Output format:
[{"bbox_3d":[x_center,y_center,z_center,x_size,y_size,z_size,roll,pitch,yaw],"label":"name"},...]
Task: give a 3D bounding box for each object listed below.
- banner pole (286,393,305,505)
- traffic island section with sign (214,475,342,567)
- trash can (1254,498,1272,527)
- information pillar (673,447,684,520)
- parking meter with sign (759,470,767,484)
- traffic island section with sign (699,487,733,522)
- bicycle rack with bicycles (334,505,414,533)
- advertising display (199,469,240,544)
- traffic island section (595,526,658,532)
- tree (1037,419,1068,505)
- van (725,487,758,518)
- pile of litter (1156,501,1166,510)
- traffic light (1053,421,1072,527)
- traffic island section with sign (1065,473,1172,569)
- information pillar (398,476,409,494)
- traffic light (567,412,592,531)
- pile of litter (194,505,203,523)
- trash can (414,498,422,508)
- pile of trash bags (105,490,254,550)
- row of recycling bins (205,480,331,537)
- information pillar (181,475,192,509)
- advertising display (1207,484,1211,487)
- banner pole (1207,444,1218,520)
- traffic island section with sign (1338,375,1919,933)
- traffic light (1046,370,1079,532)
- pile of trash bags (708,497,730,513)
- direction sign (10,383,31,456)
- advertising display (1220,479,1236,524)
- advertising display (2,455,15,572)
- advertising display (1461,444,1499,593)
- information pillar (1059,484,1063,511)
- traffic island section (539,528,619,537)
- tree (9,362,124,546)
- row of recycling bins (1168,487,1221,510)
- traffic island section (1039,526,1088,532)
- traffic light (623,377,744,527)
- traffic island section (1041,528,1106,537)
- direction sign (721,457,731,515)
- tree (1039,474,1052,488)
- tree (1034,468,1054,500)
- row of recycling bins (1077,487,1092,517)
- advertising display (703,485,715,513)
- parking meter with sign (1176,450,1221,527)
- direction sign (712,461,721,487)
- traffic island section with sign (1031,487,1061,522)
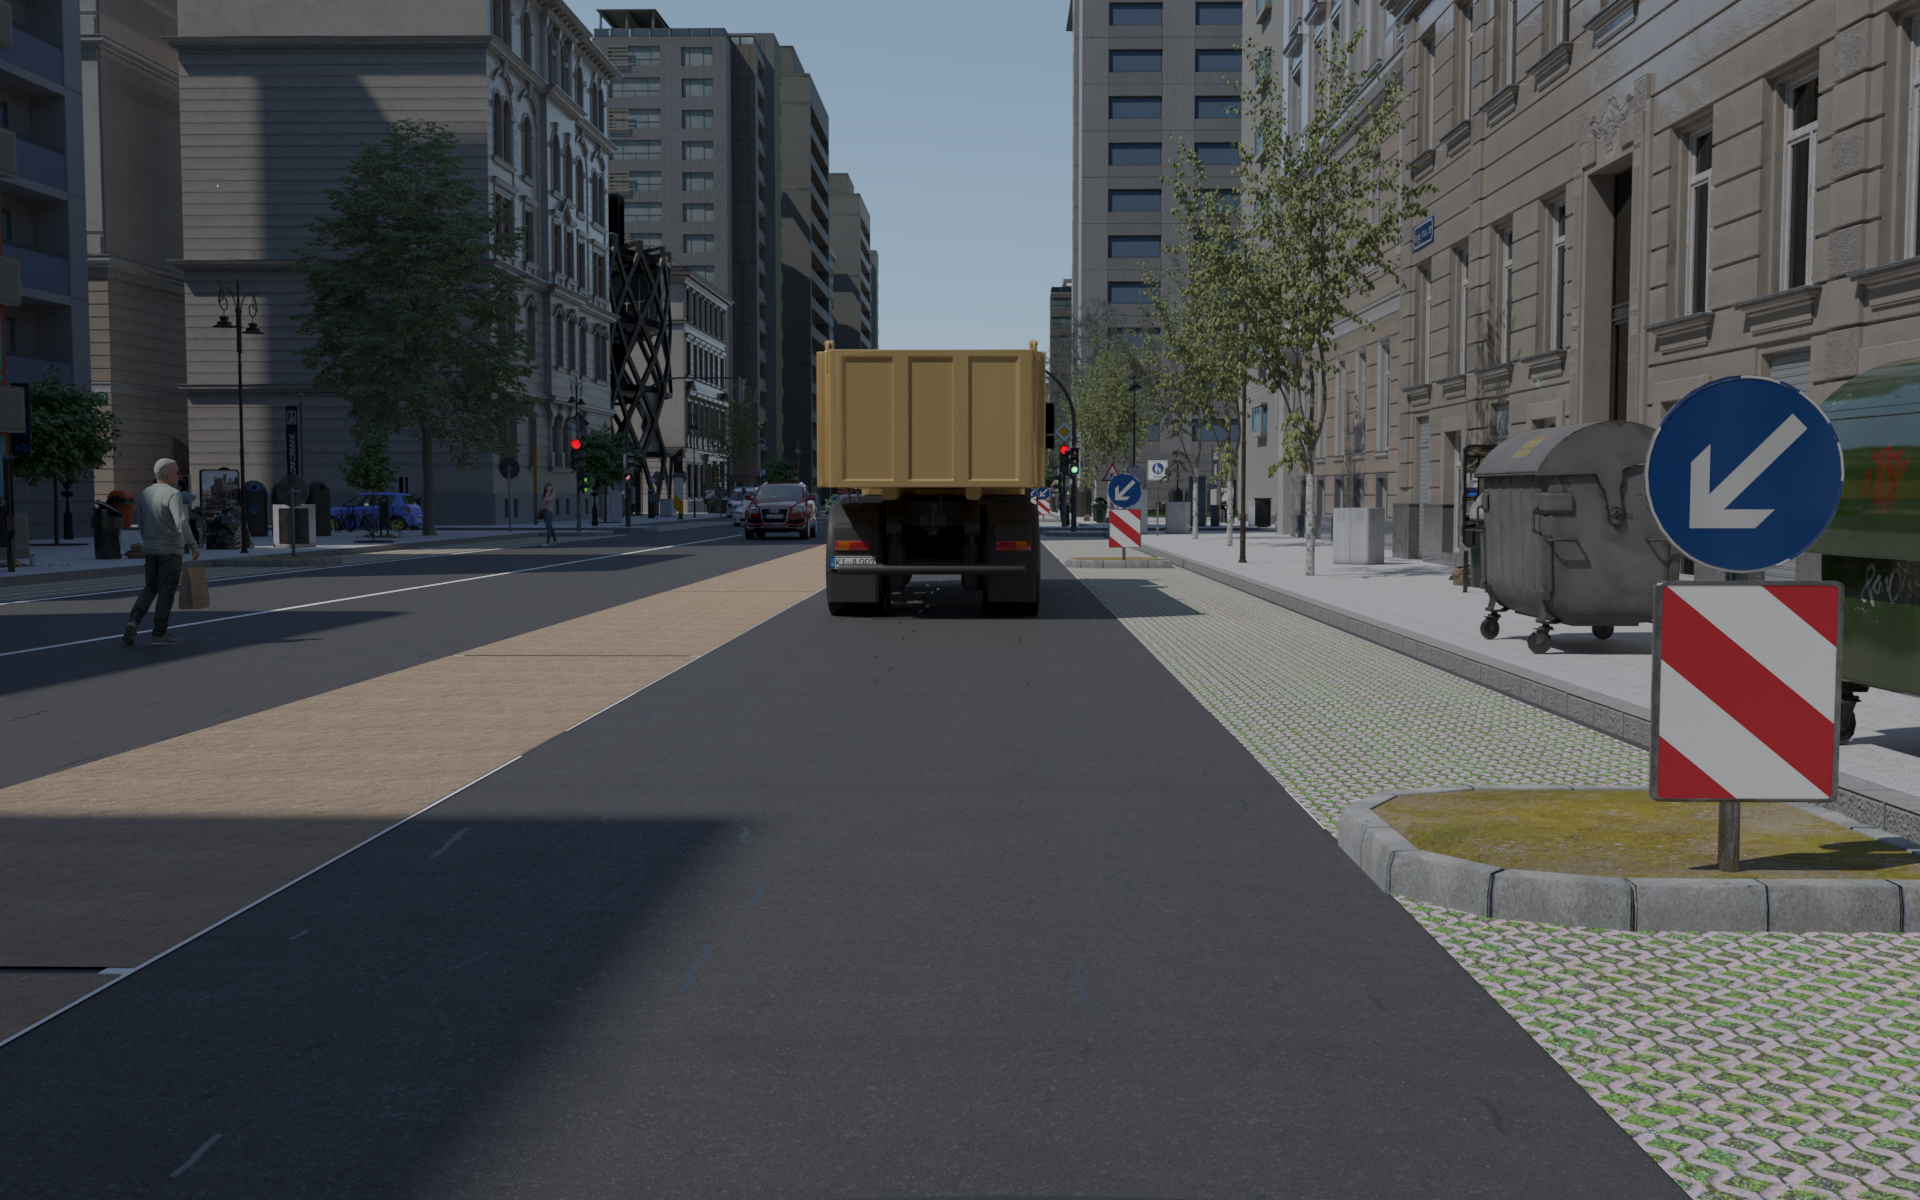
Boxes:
[{"bbox_3d":[-16.502,-3.246,43.090,0.863,3.779,0.401,2,4,34],"label":"banner pole"},{"bbox_3d":[-13.575,-1.598,34.757,1.989,1.847,2.006,0,4,1],"label":"traffic island section with sign"},{"bbox_3d":[11.653,-3.365,66.669,0.748,1.137,0.748,0,3,0],"label":"trash can"},{"bbox_3d":[-14.136,-5.851,87.016,0.504,3.616,0.183,-2,4,-27],"label":"information pillar"},{"bbox_3d":[-13.765,-7.795,123.709,0.543,3.016,1.738,1,4,15],"label":"parking meter with sign"},{"bbox_3d":[-12.486,-4.998,90.337,1.989,1.847,2.006,0,4,1],"label":"traffic island section with sign"},{"bbox_3d":[-19.963,-2.753,58.389,2.852,0.926,2.925,2,4,24],"label":"bicycle rack with bicycles"},{"bbox_3d":[-19.141,-2.422,44.811,0.974,1.923,0.123,-3,4,-39],"label":"advertising display"},{"bbox_3d":[-12.936,-2.762,67.437,2.009,0.180,2.903,0,4,1],"label":"traffic island section"},{"bbox_3d":[9.316,-17.187,206.761,9.928,11.665,9.643,0,3,0],"label":"tree"},{"bbox_3d":[-12.136,-5.548,97.713,2.013,2.044,4.112,0,4,1],"label":"van"},{"bbox_3d":[12.935,-6.066,113.143,1.719,0.858,1.176,1,4,12],"label":"pile of litter"},{"bbox_3d":[4.012,-4.775,66.985,0.839,4.253,0.868,0,4,1],"label":"traffic light"},{"bbox_3d":[3.073,-1.556,34.065,1.989,1.847,2.006,0,4,1],"label":"traffic island section with sign"},{"bbox_3d":[-22.447,-4.001,69.913,0.304,2.012,0.304,1,4,21],"label":"information pillar"},{"bbox_3d":[-13.054,-4.306,59.318,0.839,4.253,0.868,0,4,1],"label":"traffic light"},{"bbox_3d":[-30.647,-3.416,69.819,1.719,0.858,1.176,0,4,-5],"label":"pile of litter"},{"bbox_3d":[-21.594,-3.467,68.334,0.748,1.137,0.748,0,3,0],"label":"trash can"},{"bbox_3d":[-18.398,-1.897,40.771,3.447,1.369,1.912,0,4,3],"label":"pile of trash bags"},{"bbox_3d":[-20.919,-2.770,52.397,3.534,1.692,1.069,-2,4,-25],"label":"row of recycling bins"},{"bbox_3d":[-30.344,-3.883,67.976,0.304,2.012,0.304,-1,4,-11],"label":"information pillar"},{"bbox_3d":[15.576,-6.340,108.871,0.123,1.923,0.974,2,4,28],"label":"advertising display"},{"bbox_3d":[12.654,-5.889,86.297,0.401,3.779,0.863,-1,4,-18],"label":"banner pole"},{"bbox_3d":[2.530,0.126,6.572,1.989,1.847,2.006,0,4,1],"label":"traffic island section with sign"},{"bbox_3d":[1.761,-5.152,58.902,4.771,5.953,1.251,0,4,1],"label":"traffic light"},{"bbox_3d":[-15.607,-6.526,116.451,1.912,1.369,3.447,1,4,13],"label":"pile of trash bags"},{"bbox_3d":[-19.433,-2.652,35.357,0.876,3.537,0.379,-1,4,-12],"label":"direction sign"},{"bbox_3d":[11.629,-4.274,75.093,0.123,1.923,0.974,-2,4,-27],"label":"advertising display"},{"bbox_3d":[-15.788,-1.440,28.765,0.123,1.923,0.974,-2,4,-30],"label":"advertising display"},{"bbox_3d":[7.006,-1.054,22.452,0.974,1.923,0.123,0,4,7],"label":"advertising display"},{"bbox_3d":[7.575,-7.624,129.141,0.304,2.012,0.304,2,4,34],"label":"information pillar"},{"bbox_3d":[-13.094,-2.274,59.453,2.009,0.180,2.903,0,4,1],"label":"traffic island section"},{"bbox_3d":[-22.693,-3.638,43.193,4.285,4.588,4.351,0,3,0],"label":"tree"},{"bbox_3d":[13.332,-5.441,96.075,3.534,1.692,1.069,0,4,2],"label":"row of recycling bins"},{"bbox_3d":[4.052,-2.741,67.099,2.009,0.180,2.903,0,4,1],"label":"traffic island section"},{"bbox_3d":[-10.803,-5.665,67.295,4.771,5.953,1.251,0,4,1],"label":"traffic light"},{"bbox_3d":[3.894,-2.253,59.115,2.009,0.180,2.903,0,4,1],"label":"traffic island section"},{"bbox_3d":[-14.075,-6.939,105.448,0.379,3.537,0.876,0,4,4],"label":"direction sign"},{"bbox_3d":[8.365,-10.575,167.502,1.663,3.219,1.824,0,3,0],"label":"tree"},{"bbox_3d":[8.260,-11.956,179.195,4.285,4.588,4.351,0,3,0],"label":"tree"},{"bbox_3d":[6.965,-5.572,98.213,1.069,1.692,3.534,0,4,0],"label":"row of recycling bins"},{"bbox_3d":[-17.462,-7.061,120.659,0.123,1.923,0.974,3,5,40],"label":"advertising display"},{"bbox_3d":[9.417,-4.414,68.438,1.738,3.016,0.543,1,4,18],"label":"parking meter with sign"},{"bbox_3d":[-16.598,-7.771,119.052,0.876,3.537,0.379,-2,4,-32],"label":"direction sign"},{"bbox_3d":[4.155,-4.902,88.771,1.989,1.847,2.006,0,4,1],"label":"traffic island section with sign"}]
